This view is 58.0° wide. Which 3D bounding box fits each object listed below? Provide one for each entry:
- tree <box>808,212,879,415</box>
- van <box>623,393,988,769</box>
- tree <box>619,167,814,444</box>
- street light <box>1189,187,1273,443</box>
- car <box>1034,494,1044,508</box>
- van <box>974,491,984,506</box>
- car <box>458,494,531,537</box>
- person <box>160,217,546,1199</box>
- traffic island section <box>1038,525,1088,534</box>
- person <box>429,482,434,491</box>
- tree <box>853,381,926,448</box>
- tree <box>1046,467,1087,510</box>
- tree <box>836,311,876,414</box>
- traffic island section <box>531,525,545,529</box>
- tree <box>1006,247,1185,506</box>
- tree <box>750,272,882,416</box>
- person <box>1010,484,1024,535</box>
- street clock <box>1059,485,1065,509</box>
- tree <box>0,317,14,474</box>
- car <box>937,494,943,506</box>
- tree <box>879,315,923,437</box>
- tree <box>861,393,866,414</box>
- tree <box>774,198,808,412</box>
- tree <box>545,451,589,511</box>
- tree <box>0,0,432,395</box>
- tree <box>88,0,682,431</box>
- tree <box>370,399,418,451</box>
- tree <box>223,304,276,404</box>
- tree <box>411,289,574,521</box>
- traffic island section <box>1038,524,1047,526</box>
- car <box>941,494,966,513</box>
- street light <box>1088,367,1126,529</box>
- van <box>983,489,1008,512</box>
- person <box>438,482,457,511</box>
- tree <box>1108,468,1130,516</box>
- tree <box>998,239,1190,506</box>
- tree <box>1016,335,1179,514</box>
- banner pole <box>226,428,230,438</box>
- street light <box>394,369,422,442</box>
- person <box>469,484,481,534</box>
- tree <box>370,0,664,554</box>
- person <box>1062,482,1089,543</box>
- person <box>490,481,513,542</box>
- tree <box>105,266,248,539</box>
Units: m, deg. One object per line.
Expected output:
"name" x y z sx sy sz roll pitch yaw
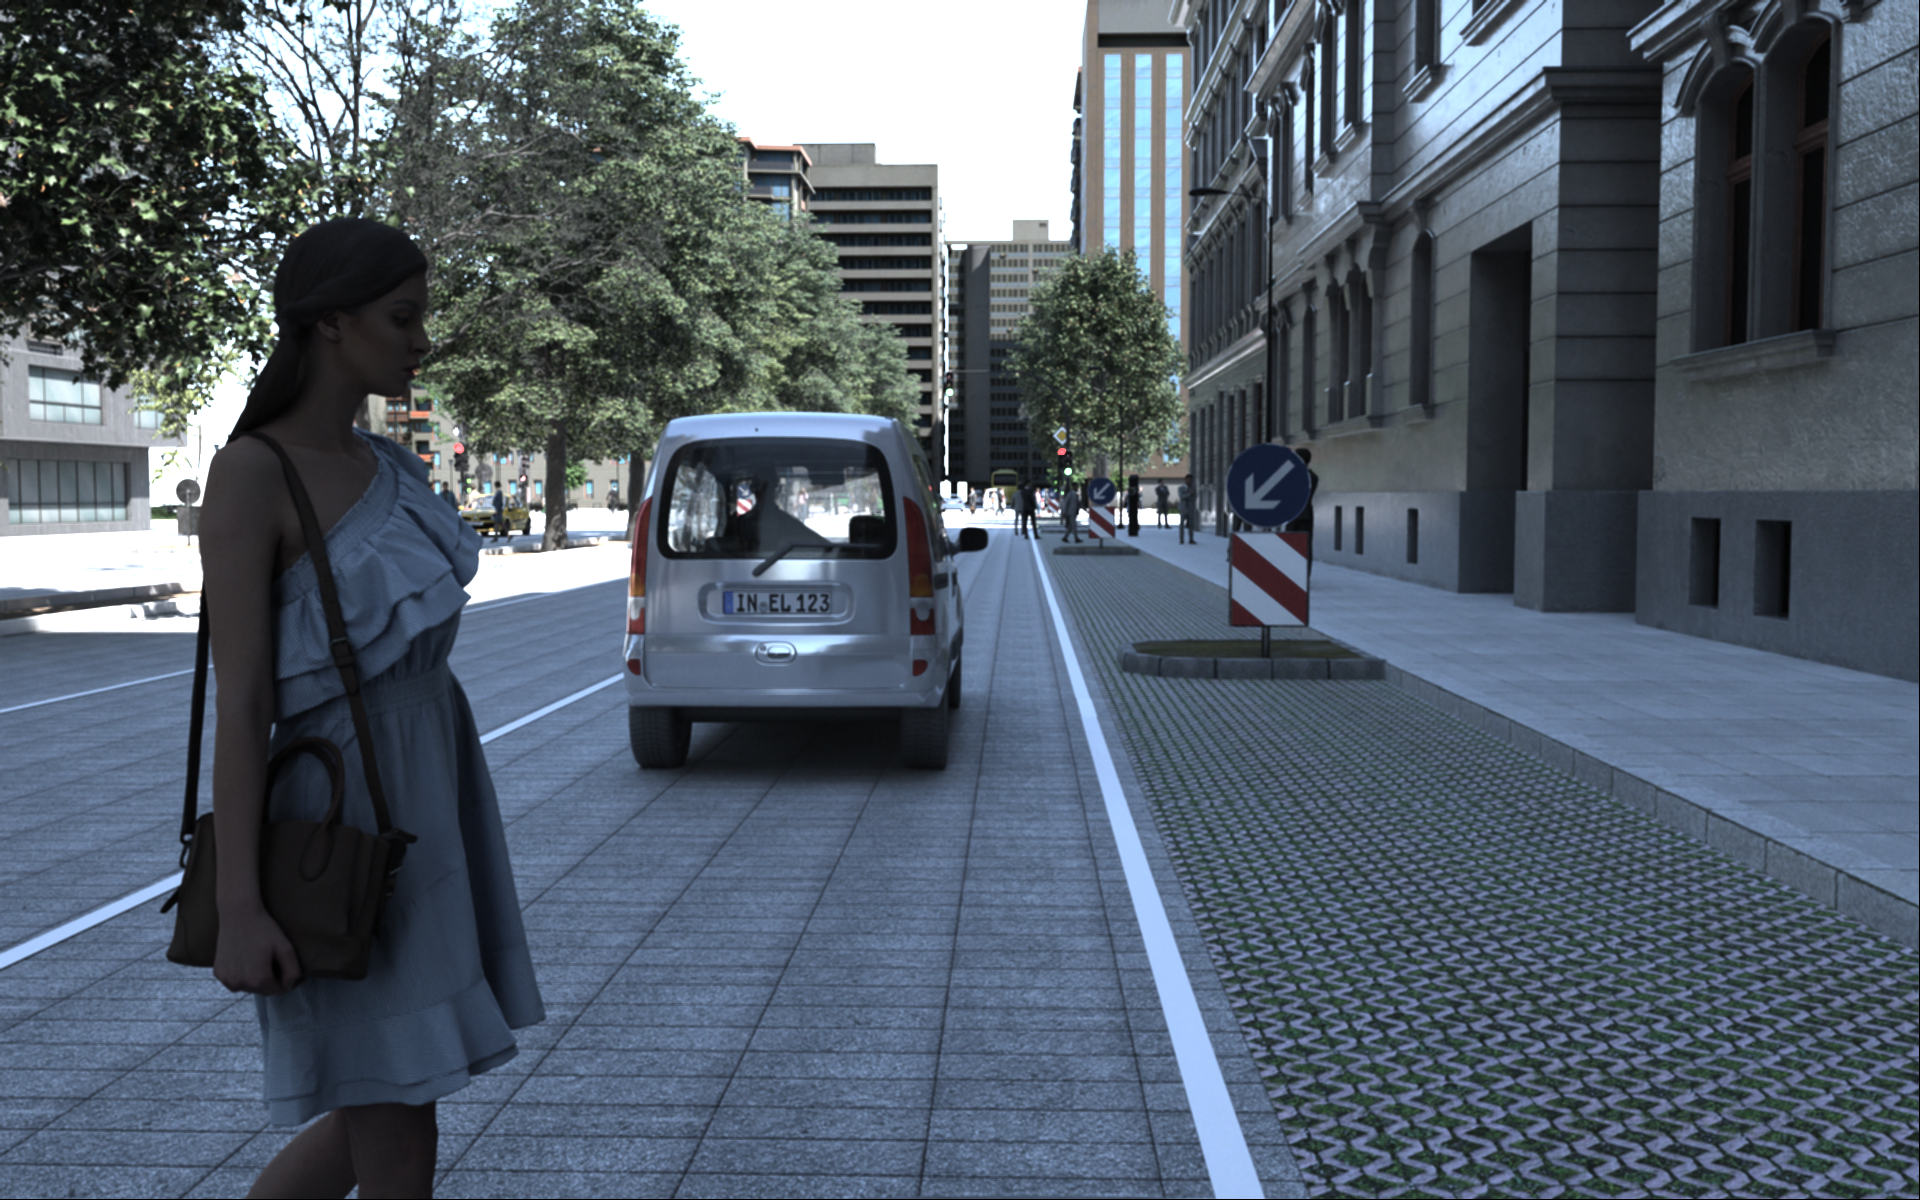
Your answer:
"tree" -8.525 -10.175 75.470 9.857 13.997 8.962 0 3 0
"van" -0.842 -0.208 10.408 2.013 2.044 4.112 0 4 2
"tree" -8.991 -8.527 60.004 7.486 12.596 7.792 0 3 0
"street light" 4.165 -3.293 26.382 1.470 5.913 1.316 0 4 2
"car" 7.024 -9.028 159.604 2.014 1.417 4.499 0 4 3
"van" 1.991 -12.195 206.400 2.013 2.044 4.112 0 3 0
"car" -15.968 -2.997 59.223 2.015 1.641 3.980 0 4 2
"person" -0.897 0.378 2.420 0.778 1.811 0.616 1 4 15
"traffic island section" 3.978 -2.540 63.815 2.009 0.180 2.903 0 4 2
"person" -16.967 -2.875 55.488 0.713 1.824 0.794 1 4 17
"tree" -6.721 -11.896 131.367 8.767 10.594 7.601 0 4 2
"tree" 8.846 -9.743 143.008 4.285 4.588 4.351 0 3 0
"tree" -8.500 -10.633 94.438 7.486 12.596 7.792 0 3 0
"traffic island section" -18.281 -3.075 72.559 2.009 0.180 2.903 0 4 2
"tree" 7.171 -11.163 89.173 9.857 13.997 8.962 0 3 0
"tree" -8.473 -10.153 85.473 9.611 12.733 9.660 0 3 0
"person" 2.080 -3.174 60.664 0.678 1.792 0.850 1 4 10
"street clock" 8.351 -8.634 145.740 0.471 2.002 0.358 -2 4 -25
"tree" -22.245 -5.322 37.377 4.360 8.622 3.978 0 3 0
"car" -2.639 -10.608 185.243 2.131 1.459 4.920 0 4 2
"tree" -7.005 -13.049 122.456 9.857 13.997 8.962 0 3 0
"tree" -7.205 -9.910 114.849 4.737 8.622 4.395 0 3 0
"tree" -9.662 -8.692 51.224 9.857 13.997 8.962 0 3 0
"tree" -30.215 -9.148 133.280 4.285 4.588 4.351 0 3 0
"tree" -10.863 -6.000 17.562 9.611 12.733 9.660 0 3 0
"tree" -9.974 -7.085 28.668 12.009 13.543 11.850 0 3 0
"tree" -44.519 -11.264 134.523 4.360 8.622 3.978 0 3 0
"tree" -21.502 -6.432 55.530 4.360 8.622 3.978 0 3 0
"tree" -20.383 -9.534 81.635 9.928 11.665 9.643 0 3 0
"traffic island section" 4.248 -3.028 71.795 2.009 0.180 2.903 0 4 2
"car" -0.550 -7.574 135.833 2.014 1.417 4.499 0 4 2
"street light" 5.350 -5.548 63.243 1.470 5.913 1.316 0 4 2
"van" 2.791 -8.019 138.124 2.013 2.044 4.112 0 4 2
"person" -14.669 -2.484 49.449 0.601 1.785 0.444 -1 4 -12
"tree" 9.188 -6.597 102.470 1.663 3.219 1.824 0 3 0
"tree" 6.536 -9.866 78.319 9.611 12.733 9.660 0 3 0
"tree" 8.828 -12.279 111.134 12.009 13.543 11.850 0 3 0
"banner pole" -27.430 -4.622 65.587 0.863 3.779 0.401 -1 4 -14
"street light" -20.060 -5.546 63.222 1.470 5.913 1.316 0 4 2
"person" -17.366 -3.256 62.069 0.374 1.781 0.599 3 5 40
"tree" -9.630 -8.055 40.811 9.857 13.997 8.962 0 3 0
"person" 3.310 -2.562 50.662 0.850 1.792 0.678 3 4 38
"person" -13.635 -2.620 51.364 0.654 1.822 0.581 0 4 0
"tree" -21.898 -6.036 49.054 4.737 8.622 4.395 0 3 0
